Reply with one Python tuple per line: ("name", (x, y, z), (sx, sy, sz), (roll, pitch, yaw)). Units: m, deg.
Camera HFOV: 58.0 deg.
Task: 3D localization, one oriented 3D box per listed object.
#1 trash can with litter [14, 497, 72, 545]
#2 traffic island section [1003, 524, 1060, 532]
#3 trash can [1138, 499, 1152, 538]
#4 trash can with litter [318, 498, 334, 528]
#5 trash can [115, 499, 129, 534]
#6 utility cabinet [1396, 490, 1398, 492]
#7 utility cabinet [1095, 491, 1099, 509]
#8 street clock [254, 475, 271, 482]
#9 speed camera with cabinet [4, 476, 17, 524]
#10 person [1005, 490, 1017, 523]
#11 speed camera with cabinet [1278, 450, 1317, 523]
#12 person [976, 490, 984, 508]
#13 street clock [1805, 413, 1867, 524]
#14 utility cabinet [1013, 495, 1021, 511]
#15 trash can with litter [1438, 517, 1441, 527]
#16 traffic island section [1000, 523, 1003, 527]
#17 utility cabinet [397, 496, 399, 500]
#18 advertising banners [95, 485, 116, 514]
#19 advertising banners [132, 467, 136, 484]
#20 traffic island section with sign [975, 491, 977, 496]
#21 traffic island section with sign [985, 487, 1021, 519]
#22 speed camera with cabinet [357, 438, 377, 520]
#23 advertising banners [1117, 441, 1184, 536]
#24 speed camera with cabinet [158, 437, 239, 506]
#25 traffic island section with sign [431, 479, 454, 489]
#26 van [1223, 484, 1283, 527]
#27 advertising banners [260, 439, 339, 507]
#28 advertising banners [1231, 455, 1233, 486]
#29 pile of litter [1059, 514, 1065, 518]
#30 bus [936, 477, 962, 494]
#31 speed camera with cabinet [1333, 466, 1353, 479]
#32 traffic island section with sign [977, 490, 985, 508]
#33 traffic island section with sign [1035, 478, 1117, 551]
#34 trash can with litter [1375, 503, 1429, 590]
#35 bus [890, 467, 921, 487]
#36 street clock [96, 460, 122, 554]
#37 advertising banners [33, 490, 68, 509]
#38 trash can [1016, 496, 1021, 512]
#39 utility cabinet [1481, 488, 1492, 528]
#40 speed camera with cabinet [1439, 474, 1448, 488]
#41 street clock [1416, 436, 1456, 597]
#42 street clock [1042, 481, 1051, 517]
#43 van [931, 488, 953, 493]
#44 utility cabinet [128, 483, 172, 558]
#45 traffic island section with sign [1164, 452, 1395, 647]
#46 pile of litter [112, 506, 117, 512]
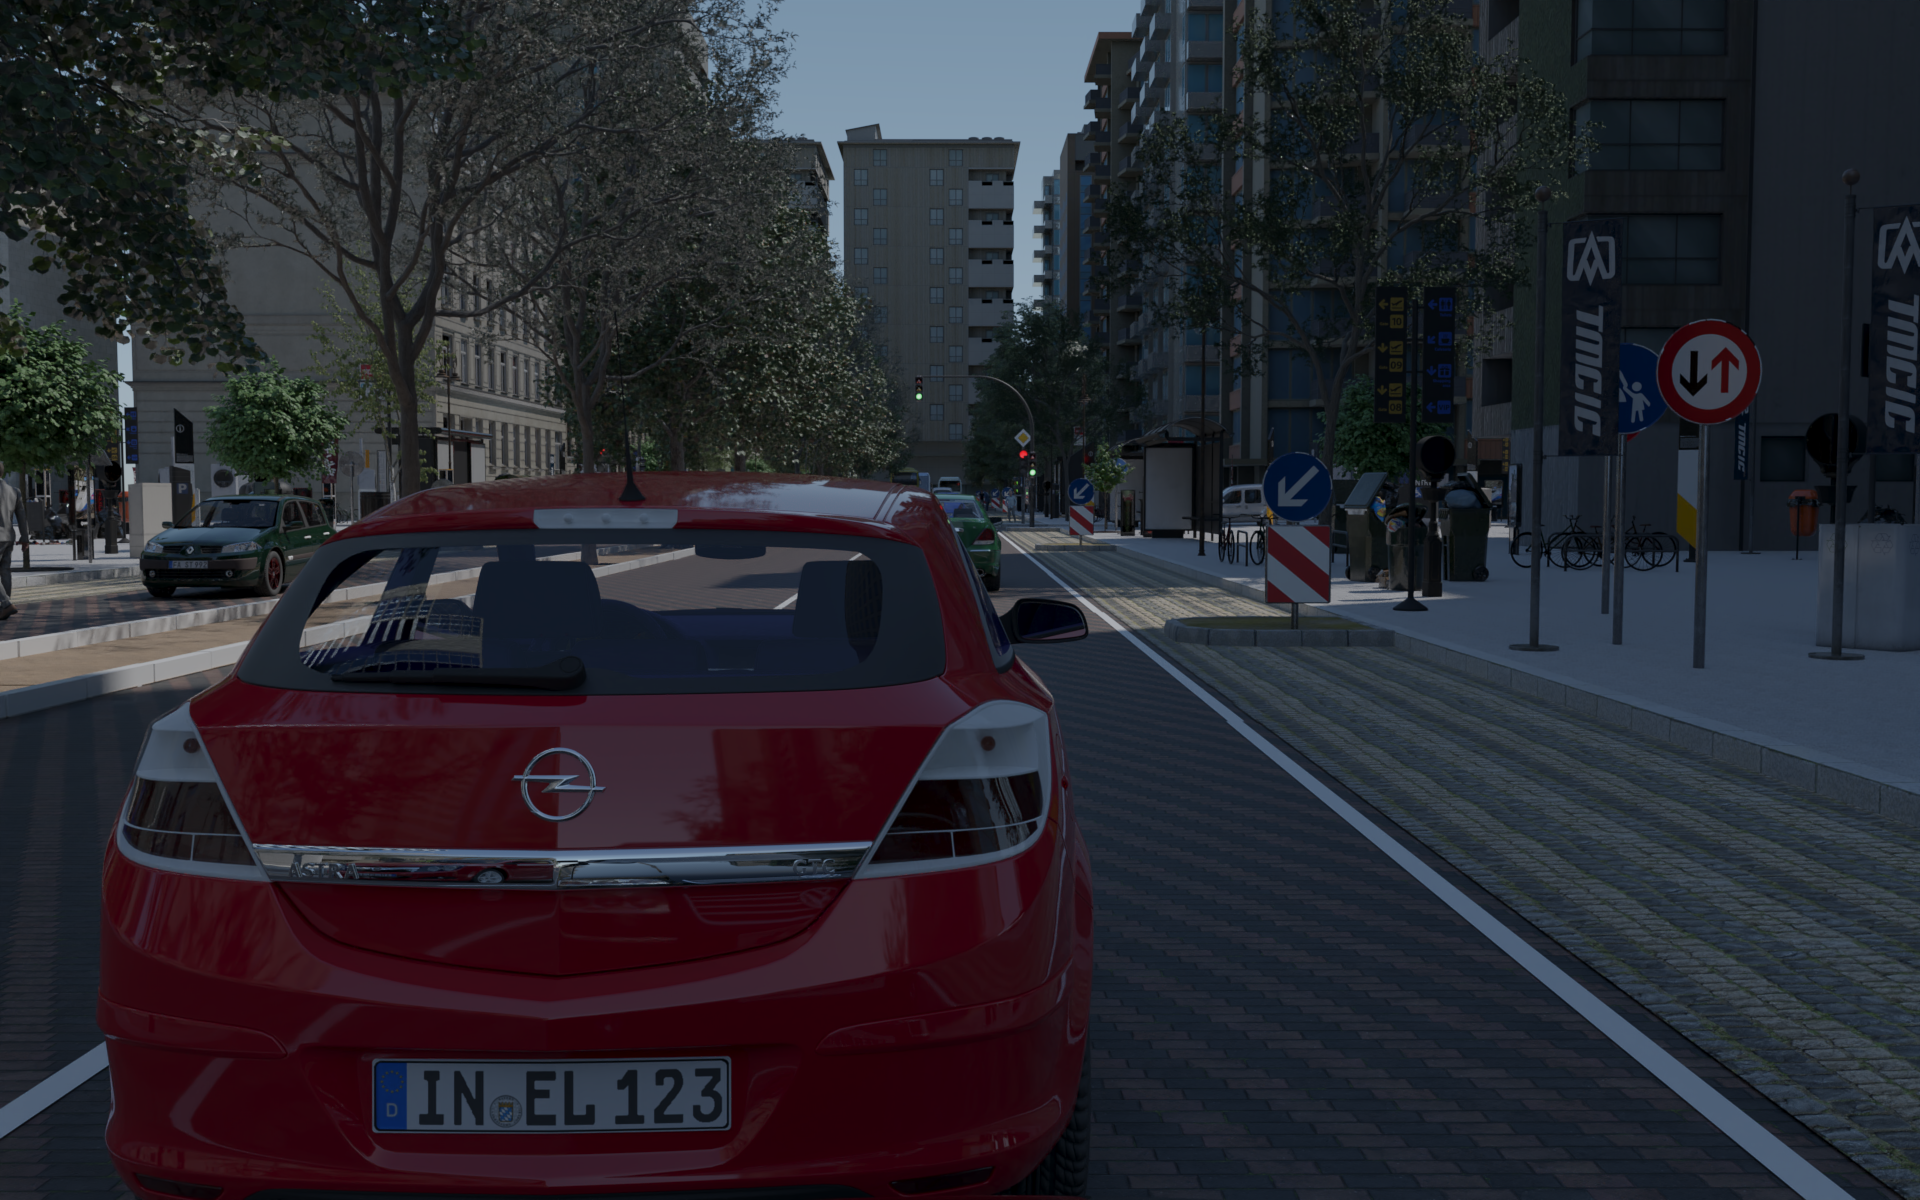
("trash can with litter", (-23.096, -1.999, 43.740), (2.233, 1.210, 1.678), (1, 4, 8))
("traffic island section", (2.786, -2.717, 66.709), (2.009, 0.180, 2.903), (0, 4, 0))
("trash can", (5.639, -2.422, 51.246), (0.748, 1.137, 0.748), (0, 3, 0))
("trash can with litter", (-20.190, -2.663, 54.926), (0.624, 1.170, 1.055), (-2, 4, -26))
("trash can", (-26.520, -2.663, 55.195), (0.748, 1.137, 0.748), (0, 3, 0))
("utility cabinet", (20.008, -4.336, 79.574), (1.173, 1.500, 0.318), (2, 4, 33))
("utility cabinet", (9.339, -6.984, 122.872), (1.173, 1.500, 0.318), (-1, 4, -14))
("street clock", (-19.613, -2.705, 48.800), (0.471, 2.002, 0.358), (-1, 4, -13))
("speed camera with cabinet", (-41.588, -4.953, 75.313), (0.660, 3.252, 2.038), (-3, 5, -42))
("person", (2.390, -4.345, 81.348), (0.589, 1.601, 0.330), (1, 4, 14))
("speed camera with cabinet", (14.995, -5.055, 76.979), (2.038, 3.252, 0.660), (0, 4, 4))
("person", (2.193, -10.007, 172.129), (1.348, 1.822, 0.705), (-1, 4, -8))
("street clock", (7.854, -0.672, 15.558), (0.358, 2.002, 0.471), (-3, 5, -41))
("utility cabinet", (4.456, -7.427, 132.600), (1.020, 1.237, 0.306), (2, 4, 27))
("trash can with litter", (17.032, -3.236, 63.963), (2.233, 1.210, 1.678), (-2, 4, -25))
("traffic island section", (2.742, -3.206, 74.694), (2.009, 0.180, 2.903), (0, 4, 0))
("utility cabinet", (-40.419, -6.939, 124.621), (1.020, 1.237, 0.306), (2, 4, 27))
("advertising banners", (-27.766, -3.647, 55.809), (0.090, 3.025, 2.074), (0, 4, 8))
("advertising banners", (-53.209, -7.130, 112.759), (0.090, 3.025, 2.074), (1, 4, 10))
("traffic island section with sign", (2.184, -10.294, 176.935), (1.989, 1.847, 2.006), (0, 4, 0))
("traffic island section with sign", (2.607, -5.545, 99.292), (1.989, 1.847, 2.006), (0, 4, 0))
("speed camera with cabinet", (-20.879, -4.076, 60.984), (0.660, 3.252, 2.038), (-1, 4, -18))
("advertising banners", (5.847, -3.472, 52.959), (2.074, 3.025, 0.090), (0, 4, -8))
("speed camera with cabinet", (-22.089, -3.423, 50.295), (2.038, 3.252, 0.660), (-1, 4, -15))
("traffic island section with sign", (-13.301, -2.176, 44.204), (1.989, 1.847, 2.006), (0, 4, 0))
("van", (11.316, -3.940, 71.426), (4.112, 2.044, 2.013), (0, 4, 0))
("advertising banners", (-16.644, -2.911, 43.776), (2.074, 3.025, 0.090), (0, 4, 1))
("advertising banners", (12.231, -4.977, 77.562), (0.090, 3.025, 2.074), (1, 4, 13))
("pile of litter", (6.022, -4.897, 94.033), (1.176, 0.858, 1.719), (-2, 4, -26))
("bus", (-1.179, -12.210, 194.492), (2.948, 3.499, 13.247), (0, 4, -1))
("speed camera with cabinet", (11.601, -3.444, 50.643), (0.660, 3.252, 2.038), (3, 4, 39))
("traffic island section with sign", (2.463, -7.225, 126.762), (1.989, 1.847, 2.006), (0, 4, 0))
("traffic island section with sign", (2.918, -2.166, 44.044), (1.989, 1.847, 2.006), (0, 4, 0))
("trash can with litter", (5.863, -0.727, 23.272), (0.624, 1.170, 1.055), (0, 4, -8))
("bus", (-5.020, -10.253, 159.185), (2.896, 3.916, 12.252), (0, 4, -1))
("street clock", (-18.198, -1.989, 37.087), (0.358, 2.002, 0.471), (1, 4, 22))
("advertising banners", (-32.860, -4.123, 63.604), (2.074, 3.025, 0.090), (-2, 4, -32))
("trash can", (4.461, -7.041, 126.768), (0.748, 1.137, 0.748), (0, 3, 0))
("utility cabinet", (19.117, -3.393, 64.159), (1.173, 1.500, 0.318), (-1, 4, -22))
("speed camera with cabinet", (21.222, -4.883, 74.169), (2.038, 3.252, 0.660), (0, 4, 6))
("street clock", (5.898, -1.040, 21.582), (0.471, 2.002, 0.358), (-1, 4, -9))
("street clock", (4.768, -5.542, 95.174), (0.471, 2.002, 0.358), (-1, 4, -22))
("van", (-1.190, -6.448, 112.434), (2.013, 2.044, 4.112), (0, 4, -2))
("utility cabinet", (-16.299, -1.601, 34.862), (0.318, 1.500, 1.173), (0, 4, 2))
("traffic island section with sign", (3.066, -0.517, 17.089), (1.989, 1.847, 2.006), (0, 4, 0))
("pile of litter", (-32.394, -3.180, 65.951), (1.176, 0.858, 1.719), (3, 5, 44))
